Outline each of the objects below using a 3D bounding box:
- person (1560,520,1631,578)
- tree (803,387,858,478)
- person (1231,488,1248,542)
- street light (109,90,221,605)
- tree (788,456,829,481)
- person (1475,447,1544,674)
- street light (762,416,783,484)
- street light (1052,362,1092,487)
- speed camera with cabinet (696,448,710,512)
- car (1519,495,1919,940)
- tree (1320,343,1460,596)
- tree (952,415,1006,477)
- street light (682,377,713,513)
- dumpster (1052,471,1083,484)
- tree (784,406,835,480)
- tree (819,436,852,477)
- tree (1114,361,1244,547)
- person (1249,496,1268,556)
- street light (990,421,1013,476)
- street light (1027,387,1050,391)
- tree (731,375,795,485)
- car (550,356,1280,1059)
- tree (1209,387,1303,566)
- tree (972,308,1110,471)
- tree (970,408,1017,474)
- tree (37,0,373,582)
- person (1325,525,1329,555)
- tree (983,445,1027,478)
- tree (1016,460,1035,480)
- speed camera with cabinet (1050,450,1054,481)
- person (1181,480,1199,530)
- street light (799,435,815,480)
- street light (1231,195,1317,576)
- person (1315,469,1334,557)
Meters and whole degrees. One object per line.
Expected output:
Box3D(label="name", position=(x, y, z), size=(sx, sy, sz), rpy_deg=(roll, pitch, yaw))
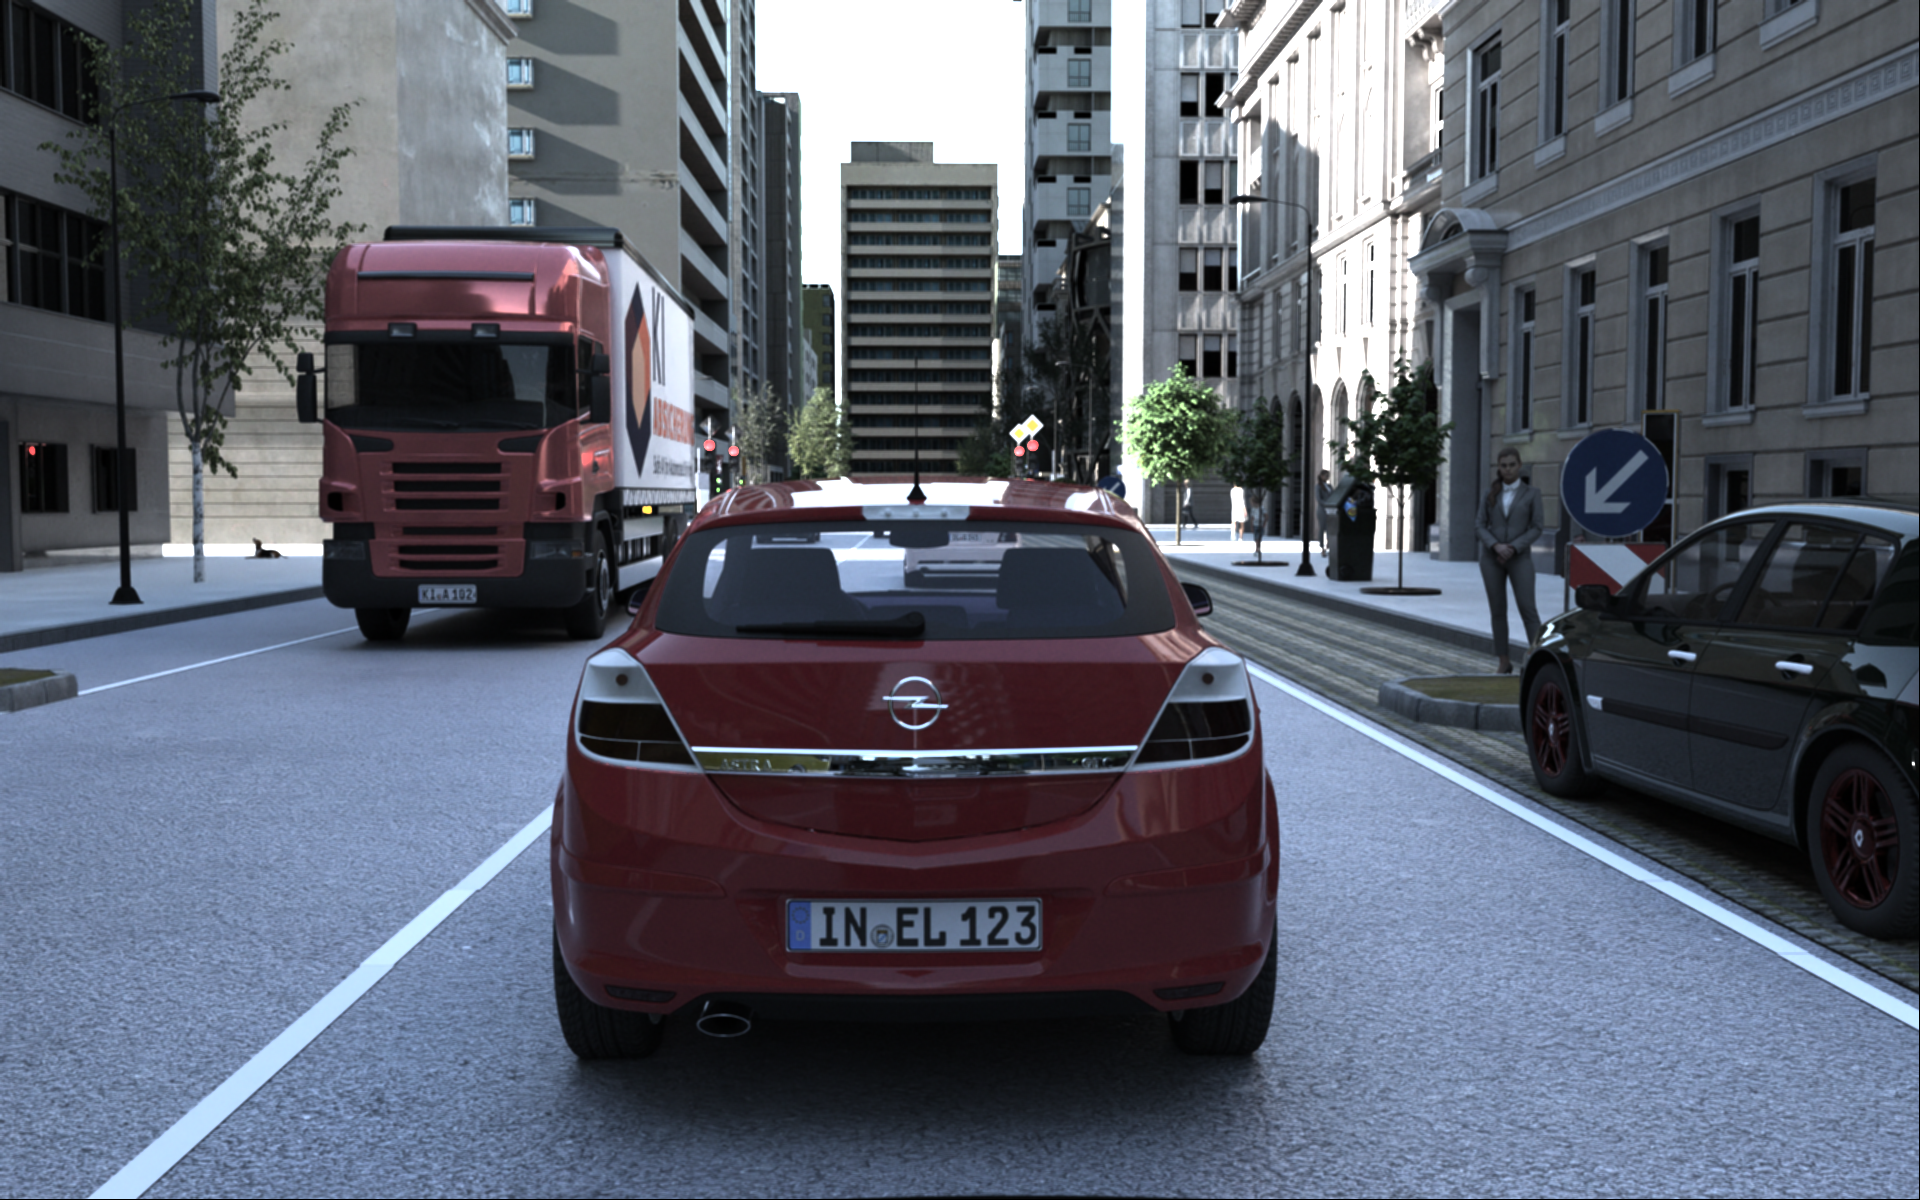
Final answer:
Box3D(label="person", position=(6.748, -0.739, 18.228), size=(0.694, 1.812, 0.767), rpy_deg=(-1, 4, -13))
Box3D(label="tree", position=(-14.414, -16.254, 183.877), size=(7.486, 12.596, 7.792), rpy_deg=(0, 3, 0))
Box3D(label="person", position=(7.417, -2.402, 46.070), size=(0.466, 1.731, 0.760), rpy_deg=(1, 4, 17))
Box3D(label="street light", position=(-9.213, -2.908, 20.089), size=(1.470, 5.913, 1.316), rpy_deg=(0, 4, -1))
Box3D(label="tree", position=(-13.867, -10.900, 161.920), size=(4.285, 4.588, 4.351), rpy_deg=(0, 3, 0))
Box3D(label="person", position=(4.178, -0.267, 13.138), size=(0.520, 1.790, 0.573), rpy_deg=(1, 4, 13))
Box3D(label="street light", position=(-11.166, -7.958, 102.647), size=(1.470, 5.913, 1.316), rpy_deg=(0, 4, -1))
Box3D(label="street light", position=(4.071, -5.416, 61.095), size=(1.470, 5.913, 1.316), rpy_deg=(0, 4, -1))
Box3D(label="speed camera with cabinet", position=(-10.904, -4.869, 73.943), size=(0.660, 3.252, 2.038), rpy_deg=(-1, 4, -11))
Box3D(label="car", position=(3.680, 0.171, 6.987), size=(2.009, 1.686, 4.222), rpy_deg=(0, 4, -2))
Box3D(label="tree", position=(5.744, -1.702, 22.437), size=(1.663, 3.219, 1.824), rpy_deg=(0, 3, 0))
Box3D(label="tree", position=(1.890, -13.116, 164.802), size=(4.737, 8.622, 4.395), rpy_deg=(0, 3, 0))
Box3D(label="street light", position=(-10.457, -5.876, 68.611), size=(1.470, 5.913, 1.316), rpy_deg=(0, 4, -1))
Box3D(label="dumpster", position=(4.378, -4.340, 73.448), size=(1.502, 2.255, 1.985), rpy_deg=(0, 4, -1))
Box3D(label="tree", position=(-12.798, -11.798, 143.253), size=(4.737, 8.622, 4.395), rpy_deg=(0, 3, 0))
Box3D(label="tree", position=(-14.614, -15.658, 206.362), size=(4.360, 8.622, 3.978), rpy_deg=(0, 3, 0))
Box3D(label="tree", position=(5.312, -3.607, 42.694), size=(4.285, 4.588, 4.351), rpy_deg=(0, 3, 0))
Box3D(label="person", position=(6.153, -1.528, 35.703), size=(0.352, 1.250, 0.332), rpy_deg=(-1, 4, -16))
Box3D(label="street light", position=(2.780, -8.386, 109.660), size=(1.470, 5.913, 1.316), rpy_deg=(0, 4, -1))
Box3D(label="street light", position=(3.617, -6.294, 75.453), size=(1.470, 5.913, 1.316), rpy_deg=(0, 4, -1))
Box3D(label="tree", position=(-12.832, -9.863, 111.628), size=(4.360, 8.622, 3.978), rpy_deg=(0, 3, 0))
Box3D(label="car", position=(-0.137, 0.192, 5.893), size=(2.155, 1.783, 4.494), rpy_deg=(0, 4, -1))
Box3D(label="tree", position=(5.522, -2.241, 31.237), size=(1.663, 3.219, 1.824), rpy_deg=(0, 3, 0))
Box3D(label="tree", position=(4.648, -9.378, 87.739), size=(8.767, 10.594, 7.601), rpy_deg=(1, 4, 9))
Box3D(label="tree", position=(3.034, -11.458, 137.692), size=(4.360, 8.622, 3.978), rpy_deg=(0, 3, 0))
Box3D(label="tree", position=(-10.875, -4.571, 25.101), size=(4.737, 8.622, 4.395), rpy_deg=(0, 3, 0))
Box3D(label="person", position=(7.775, -1.575, 36.479), size=(0.352, 1.250, 0.332), rpy_deg=(0, 4, 5))
Box3D(label="tree", position=(3.199, -8.102, 116.187), size=(4.285, 4.588, 4.351), rpy_deg=(0, 3, 0))
Box3D(label="tree", position=(3.835, -6.434, 99.794), size=(1.663, 3.219, 1.824), rpy_deg=(0, 3, 0))
Box3D(label="speed camera with cabinet", position=(4.464, -5.097, 77.674), size=(0.660, 3.252, 2.038), rpy_deg=(0, 4, -5))
Box3D(label="person", position=(8.150, -3.391, 61.671), size=(0.728, 1.800, 0.709), rpy_deg=(0, 4, 5))
Box3D(label="street light", position=(-12.096, -10.039, 136.678), size=(1.470, 5.913, 1.316), rpy_deg=(0, 4, -1))
Box3D(label="street light", position=(4.899, -3.335, 27.062), size=(1.470, 5.913, 1.316), rpy_deg=(0, 4, -1))
Box3D(label="person", position=(7.522, -1.764, 35.152), size=(0.573, 1.790, 0.520), rpy_deg=(3, 5, 42))
